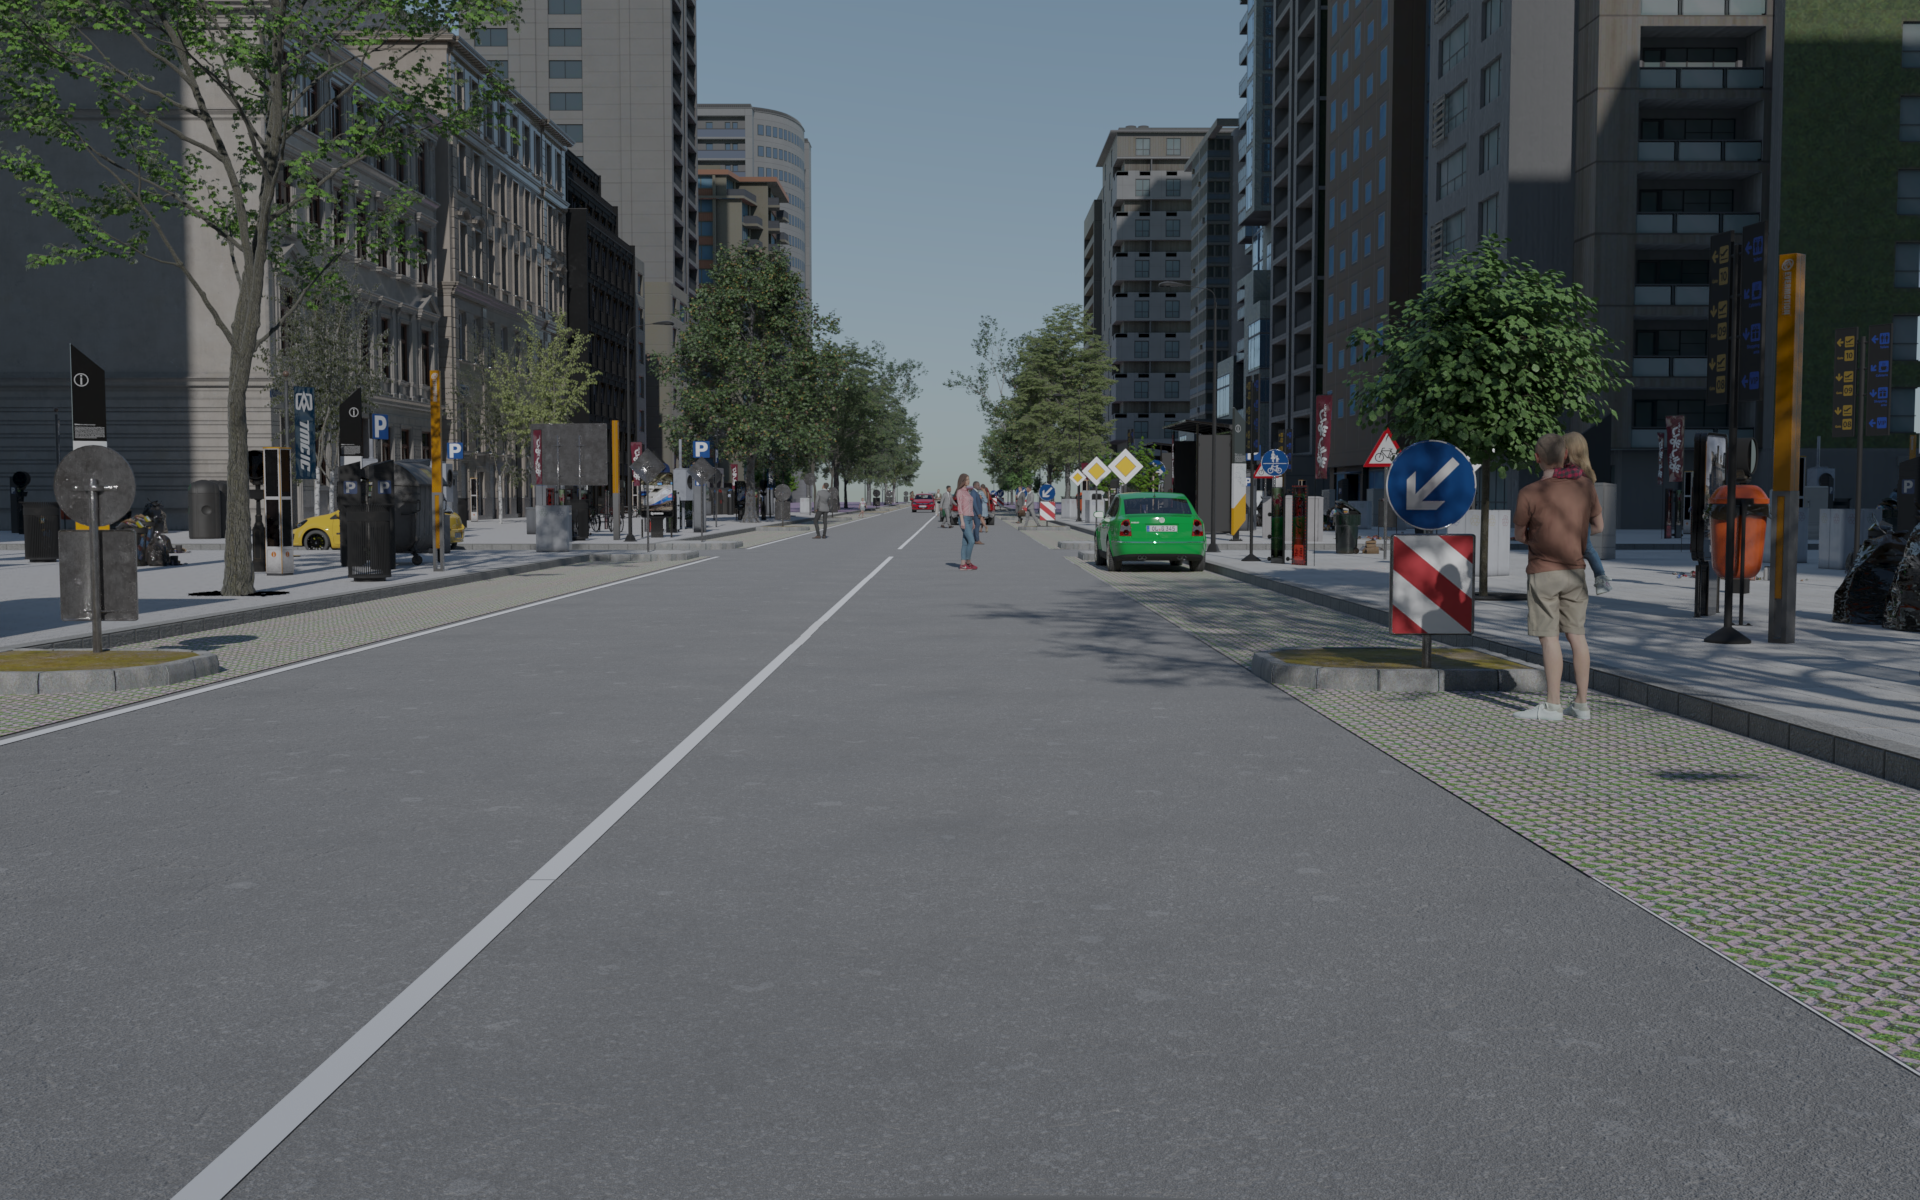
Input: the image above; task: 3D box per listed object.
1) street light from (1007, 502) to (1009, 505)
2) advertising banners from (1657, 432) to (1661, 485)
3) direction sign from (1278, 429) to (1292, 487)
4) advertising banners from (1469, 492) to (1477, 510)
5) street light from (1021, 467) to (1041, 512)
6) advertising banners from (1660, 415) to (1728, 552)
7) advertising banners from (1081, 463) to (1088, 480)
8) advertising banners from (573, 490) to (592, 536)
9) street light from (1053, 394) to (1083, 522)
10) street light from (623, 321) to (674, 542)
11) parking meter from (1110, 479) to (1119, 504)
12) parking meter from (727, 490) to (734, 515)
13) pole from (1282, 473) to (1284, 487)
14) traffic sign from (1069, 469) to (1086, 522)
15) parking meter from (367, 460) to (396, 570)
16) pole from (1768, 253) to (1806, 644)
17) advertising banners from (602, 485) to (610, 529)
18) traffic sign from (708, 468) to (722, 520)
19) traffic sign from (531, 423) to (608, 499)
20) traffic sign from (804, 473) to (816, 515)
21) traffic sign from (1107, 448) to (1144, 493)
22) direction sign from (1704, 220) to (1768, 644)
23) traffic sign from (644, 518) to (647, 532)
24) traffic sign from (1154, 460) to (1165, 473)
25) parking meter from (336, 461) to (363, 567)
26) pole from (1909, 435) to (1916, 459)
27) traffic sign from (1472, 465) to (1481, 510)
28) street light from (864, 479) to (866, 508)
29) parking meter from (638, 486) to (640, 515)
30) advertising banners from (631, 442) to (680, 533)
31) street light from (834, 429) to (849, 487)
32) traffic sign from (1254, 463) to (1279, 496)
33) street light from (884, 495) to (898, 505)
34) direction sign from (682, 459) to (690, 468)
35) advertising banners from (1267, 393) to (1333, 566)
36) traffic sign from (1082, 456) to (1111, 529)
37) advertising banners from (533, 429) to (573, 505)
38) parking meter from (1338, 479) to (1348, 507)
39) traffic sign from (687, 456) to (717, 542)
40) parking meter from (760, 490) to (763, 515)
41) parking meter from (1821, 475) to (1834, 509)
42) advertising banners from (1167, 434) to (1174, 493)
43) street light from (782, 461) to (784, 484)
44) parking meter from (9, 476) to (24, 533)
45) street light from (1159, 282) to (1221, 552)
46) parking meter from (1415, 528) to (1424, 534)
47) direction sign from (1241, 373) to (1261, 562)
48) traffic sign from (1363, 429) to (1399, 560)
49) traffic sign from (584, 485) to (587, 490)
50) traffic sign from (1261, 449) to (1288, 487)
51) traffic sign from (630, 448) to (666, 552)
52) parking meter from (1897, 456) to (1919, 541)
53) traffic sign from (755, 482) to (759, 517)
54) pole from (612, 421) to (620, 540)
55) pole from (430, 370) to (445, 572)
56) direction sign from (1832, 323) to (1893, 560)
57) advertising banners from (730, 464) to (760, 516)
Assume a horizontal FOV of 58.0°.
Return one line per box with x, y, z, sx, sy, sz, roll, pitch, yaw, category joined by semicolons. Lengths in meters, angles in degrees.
5.050;-11.306;157.391;1.470;5.913;1.316;0;3;0;street light
20.403;-3.279;49.796;0.090;3.025;2.074;3;5;43;advertising banners
11.368;-4.198;60.629;0.379;3.537;0.876;-1;4;-21;direction sign
17.776;-3.915;60.204;0.090;3.025;2.074;2;4;26;advertising banners
5.042;-9.073;120.890;1.470;5.913;1.316;0;3;0;street light
16.188;-2.543;37.760;0.090;3.025;2.074;-2;4;-26;advertising banners
7.507;-6.110;96.089;0.090;3.025;2.074;-3;5;-45;advertising banners
-11.976;-3.466;52.861;2.074;3.025;0.090;3;4;38;advertising banners
4.988;-6.588;80.253;1.470;5.913;1.316;0;3;0;street light
-8.350;-4.526;46.534;1.470;5.913;1.316;0;3;0;street light
5.823;-3.641;65.245;0.255;1.863;0.399;2;4;25;parking meter
-14.063;-5.974;106.083;0.372;1.533;0.369;0;3;0;parking meter
19.242;-6.699;103.378;0.158;3.312;0.155;0;3;0;pole
5.392;-4.781;79.350;0.795;2.450;0.064;1;4;9;traffic sign
-9.820;-1.449;29.397;0.399;1.863;0.255;-3;4;-38;parking meter
7.079;-1.283;14.828;0.158;3.312;0.155;0;3;0;pole
-12.951;-4.103;63.279;0.090;3.025;2.074;0;4;-5;advertising banners
-12.007;-5.161;84.483;0.768;2.556;0.104;0;4;8;traffic sign
-11.268;-3.428;49.920;2.265;3.308;0.079;0;4;6;traffic sign
-9.014;-6.357;104.042;0.768;2.556;0.104;0;4;4;traffic sign
3.631;-2.106;38.072;0.795;2.450;0.064;0;3;0;traffic sign
6.630;-1.398;14.854;0.379;3.537;0.876;0;4;-5;direction sign
-10.683;-3.587;58.748;0.768;2.556;0.104;0;4;2;traffic sign
7.312;-3.967;64.964;0.768;2.556;0.104;0;4;2;traffic sign
-10.796;-1.523;30.620;0.399;1.863;0.255;-2;4;-25;parking meter
32.878;-4.036;59.835;0.158;3.312;0.155;0;3;0;pole
8.519;-1.686;28.749;0.795;2.450;0.064;0;4;4;traffic sign
-8.381;-11.634;162.751;1.470;5.913;1.316;0;3;0;street light
-19.260;-6.003;103.862;0.399;1.863;0.255;1;4;17;parking meter
-10.144;-3.749;57.486;2.074;3.025;0.090;2;4;32;advertising banners
-8.331;-9.168;122.445;1.470;5.913;1.316;0;3;0;street light
10.177;-3.532;57.746;0.884;2.594;0.081;0;4;8;traffic sign
-8.370;-14.263;205.747;1.470;5.913;1.316;0;3;0;street light
-13.644;-5.746;85.949;0.379;3.537;0.876;-3;4;-39;direction sign
6.109;-2.139;31.155;0.090;3.025;2.074;-1;4;-20;advertising banners
3.626;-2.594;46.057;0.795;2.450;0.064;0;3;0;traffic sign
-10.942;-3.065;46.294;0.090;3.025;2.074;-3;4;-38;advertising banners
14.622;-3.698;66.181;0.255;1.863;0.399;-1;4;-17;parking meter
-6.869;-2.595;46.071;0.795;2.450;0.064;0;3;0;traffic sign
-12.064;-5.983;106.232;0.372;1.533;0.369;0;3;0;parking meter
27.117;-2.965;54.183;0.399;1.863;0.255;-3;5;-39;parking meter
6.115;-3.304;50.204;0.090;3.025;2.074;1;4;10;advertising banners
-8.331;-6.991;86.840;1.470;5.913;1.316;0;3;0;street light
-30.903;-3.123;56.780;0.399;1.863;0.255;2;4;26;parking meter
5.041;-4.005;38.023;1.470;5.913;1.316;0;3;0;street light
14.625;-3.013;54.975;0.399;1.863;0.255;1;4;23;parking meter
5.567;-2.508;33.005;0.379;3.537;0.876;0;4;-6;direction sign
8.315;-2.068;33.814;0.884;2.594;0.081;0;4;6;traffic sign
-11.910;-3.362;55.072;0.768;2.556;0.104;0;4;6;traffic sign
8.954;-3.011;49.332;0.768;2.556;0.104;0;4;6;traffic sign
-6.863;-2.107;38.086;0.795;2.450;0.064;0;3;0;traffic sign
14.779;-1.295;26.876;0.255;1.863;0.399;-1;4;-21;parking meter
-11.069;-5.804;94.896;0.884;2.594;0.081;0;4;7;traffic sign
-9.548;-3.318;48.093;0.158;3.312;0.155;0;3;0;pole
-8.649;-2.129;28.649;0.158;3.312;0.155;0;3;0;pole
12.172;-1.923;23.433;0.379;3.537;0.876;-1;4;-23;direction sign
-12.556;-6.426;101.250;2.074;3.025;0.090;-3;5;-41;advertising banners
